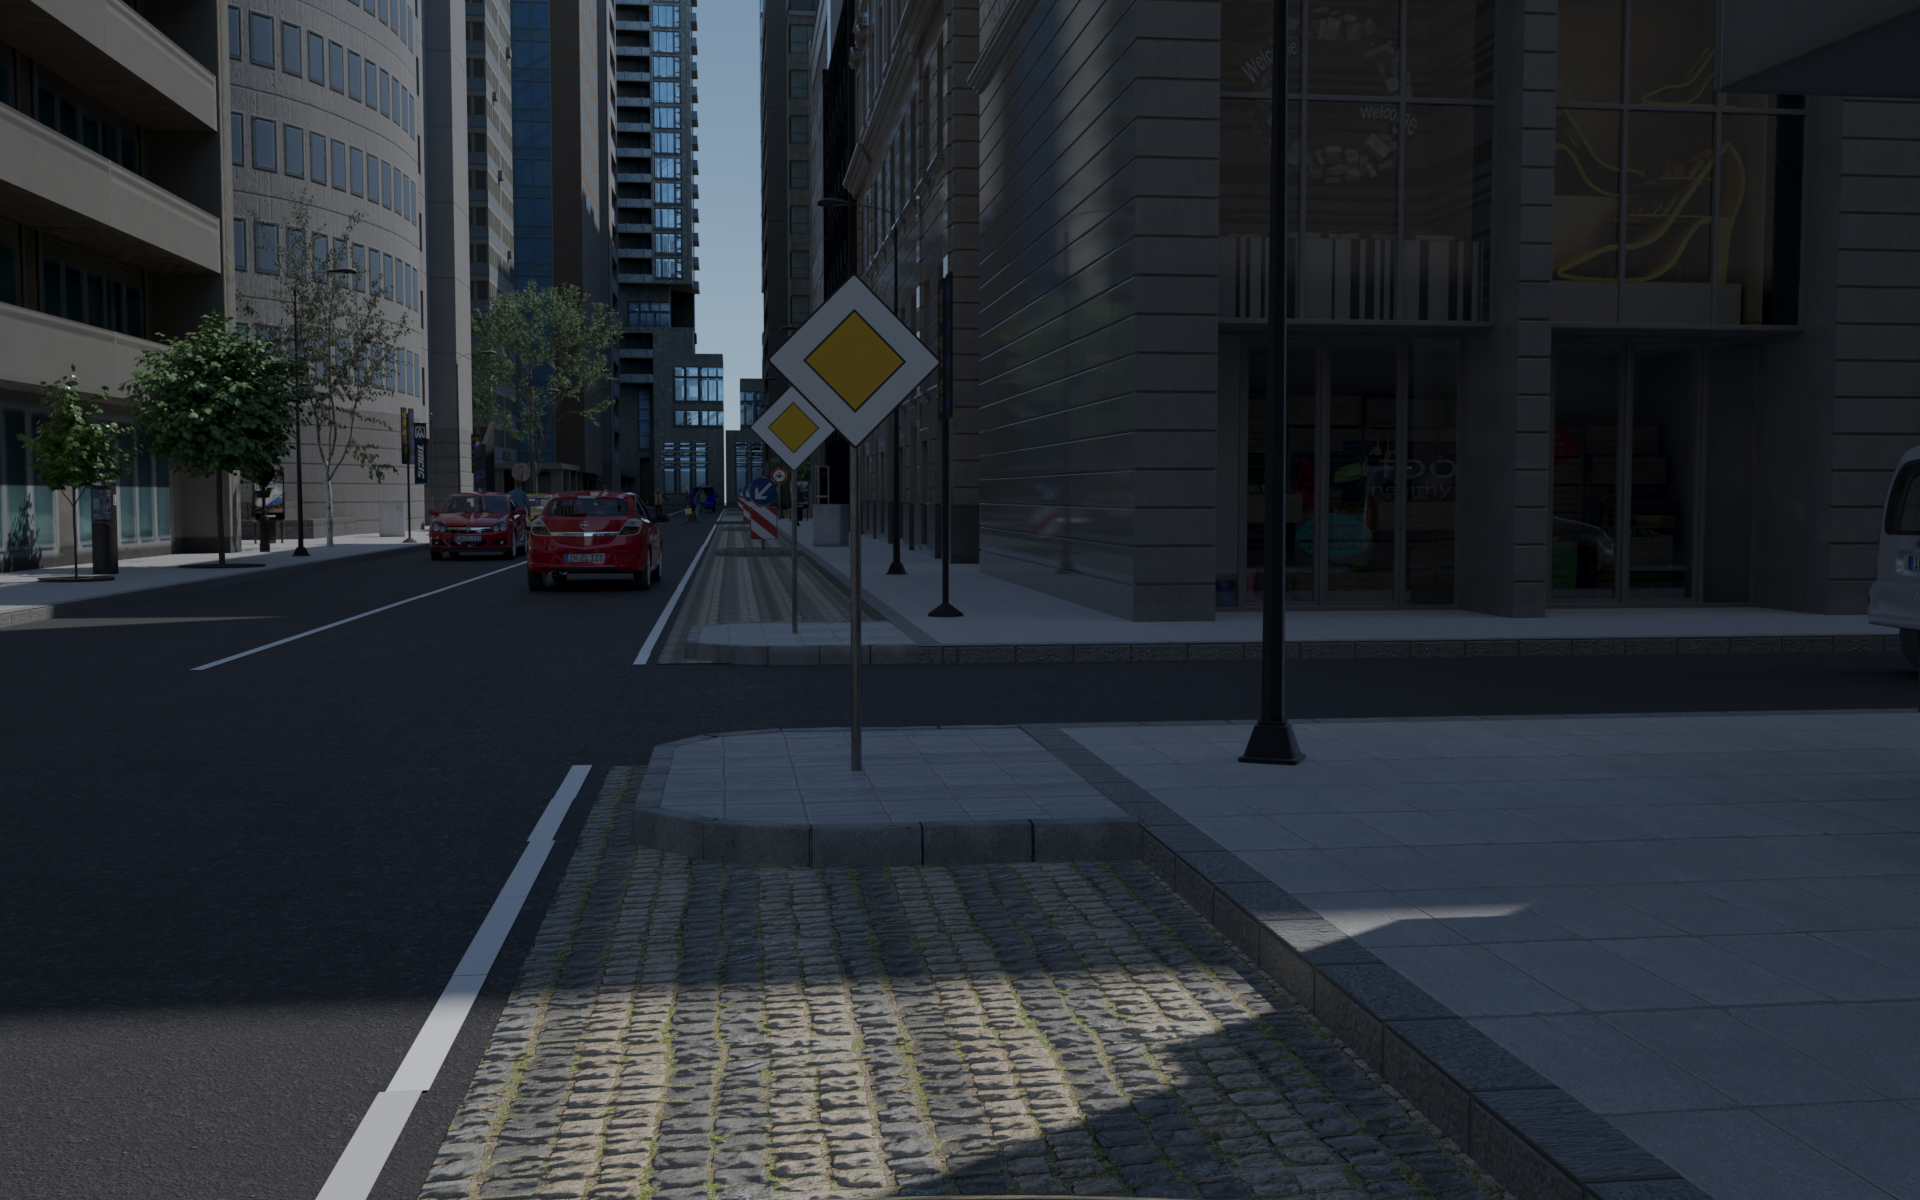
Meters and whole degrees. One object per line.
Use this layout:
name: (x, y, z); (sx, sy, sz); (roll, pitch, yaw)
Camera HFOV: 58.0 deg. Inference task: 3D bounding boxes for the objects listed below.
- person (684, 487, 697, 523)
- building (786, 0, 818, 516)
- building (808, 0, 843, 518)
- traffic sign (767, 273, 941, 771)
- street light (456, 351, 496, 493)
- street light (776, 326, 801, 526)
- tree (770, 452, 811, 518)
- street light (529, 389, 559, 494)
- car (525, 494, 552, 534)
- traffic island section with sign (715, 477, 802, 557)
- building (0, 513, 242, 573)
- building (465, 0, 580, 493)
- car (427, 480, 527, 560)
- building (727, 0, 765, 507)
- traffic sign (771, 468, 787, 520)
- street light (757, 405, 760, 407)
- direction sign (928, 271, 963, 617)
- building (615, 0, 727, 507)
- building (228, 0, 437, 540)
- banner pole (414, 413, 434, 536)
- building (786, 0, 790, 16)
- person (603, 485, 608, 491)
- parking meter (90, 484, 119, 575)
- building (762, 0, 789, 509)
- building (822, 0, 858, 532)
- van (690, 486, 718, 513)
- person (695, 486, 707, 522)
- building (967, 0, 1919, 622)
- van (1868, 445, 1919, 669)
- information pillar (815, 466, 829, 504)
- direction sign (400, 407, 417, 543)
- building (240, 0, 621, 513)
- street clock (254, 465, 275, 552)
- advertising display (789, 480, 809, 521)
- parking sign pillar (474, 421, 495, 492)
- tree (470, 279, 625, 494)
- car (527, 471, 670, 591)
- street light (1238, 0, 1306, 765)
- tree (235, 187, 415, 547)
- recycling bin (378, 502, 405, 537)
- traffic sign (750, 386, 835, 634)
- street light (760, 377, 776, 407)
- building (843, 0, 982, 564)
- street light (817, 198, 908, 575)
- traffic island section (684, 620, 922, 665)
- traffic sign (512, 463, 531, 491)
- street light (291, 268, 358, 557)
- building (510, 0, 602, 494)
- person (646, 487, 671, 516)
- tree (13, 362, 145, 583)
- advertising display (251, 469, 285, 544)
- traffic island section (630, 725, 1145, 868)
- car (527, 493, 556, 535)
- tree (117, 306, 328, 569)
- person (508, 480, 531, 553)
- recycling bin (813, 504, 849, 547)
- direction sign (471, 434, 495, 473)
person: (-13.512, -4.771, 86.719); (0.699, 1.804, 1.509); (1, 4, 15)
building: (-3.557, -20.442, 105.933); (14.160, 30.474, 14.107); (0, 4, -7)
building: (-0.628, -16.133, 81.800); (12.078, 24.808, 19.932); (0, 4, -7)
traffic sign: (-0.484, -0.265, 7.972); (0.795, 2.450, 0.064); (0, 4, -7)
street light: (-15.713, -5.115, 56.179); (1.470, 5.913, 1.316); (0, 4, -7)
street light: (-4.277, -4.621, 48.094); (1.470, 5.913, 1.316); (0, 4, -7)
tree: (-8.826, -6.756, 94.181); (4.285, 4.588, 4.351); (0, 3, 0)
street light: (-18.452, -6.372, 76.731); (1.470, 5.913, 1.316); (0, 4, -7)
car: (-13.952, -2.836, 56.585); (2.015, 1.641, 3.980); (0, 4, -7)
traffic island section with sign: (-4.702, -1.941, 40.360); (1.989, 1.847, 2.006); (0, 4, -7)
building: (-25.111, -24.552, 25.125); (21.300, 48.544, 21.600); (0, 4, -7)
building: (-38.814, -24.879, 98.651); (32.217, 40.220, 23.993); (0, 4, -7)
car: (-10.853, -1.842, 39.160); (2.155, 1.783, 4.494); (-1, 4, -9)
building: (-9.630, -53.337, 184.727); (31.000, 86.520, 22.319); (0, 4, -7)
traffic sign: (-8.790, -5.147, 84.265); (0.768, 2.556, 0.104); (0, 4, -5)
street light: (-9.823, -7.189, 90.087); (1.470, 5.913, 1.316); (0, 4, -7)
direction sign: (-0.152, -1.597, 18.105); (0.379, 3.537, 0.876); (-1, 4, -9)
building: (-40.643, -53.124, 181.244); (31.000, 86.520, 22.319); (0, 4, -7)
building: (-29.456, -31.522, 57.378); (21.231, 58.520, 28.212); (0, 4, -7)
banner pole: (-16.508, -3.882, 53.485); (0.401, 3.779, 0.863); (3, 4, 38)
building: (-1.451, -31.151, 128.933); (23.786, 49.044, 30.456); (0, 4, -7)
person: (-15.157, -4.057, 74.739); (0.836, 1.842, 0.656); (-1, 4, -10)
parking meter: (-13.687, -1.180, 27.706); (0.372, 1.533, 0.369); (0, 3, 0)
building: (-6.756, -32.510, 155.237); (21.300, 48.544, 21.600); (0, 4, -7)
building: (1.505, -14.339, 64.120); (12.332, 23.373, 15.834); (0, 4, -7)
van: (-20.144, -8.055, 136.085); (2.240, 2.365, 5.245); (0, 4, -8)
person: (-13.305, -4.902, 88.627); (0.794, 1.824, 0.713); (1, 4, 17)
building: (15.633, -15.058, 23.686); (29.804, 29.767, 11.434); (0, 4, -7)
van: (9.316, -0.388, 13.362); (4.112, 2.044, 2.013); (0, 4, -7)
information pillar: (-3.602, -2.498, 45.335); (0.304, 2.012, 0.304); (-1, 4, -17)
direction sign: (-14.508, -3.276, 45.554); (0.379, 3.537, 0.876); (0, 4, 3)
building: (-44.245, -37.196, 150.148); (28.212, 58.520, 21.231); (0, 4, -7)
street clock: (-15.393, -2.063, 38.293); (0.471, 2.002, 0.358); (-2, 4, -34)
advertising display: (-7.624, -4.691, 81.915); (0.974, 1.923, 0.123); (-2, 4, -24)
parking sign pillar: (-17.419, -4.589, 63.505); (1.447, 3.967, 1.447); (0, 4, -1)
tree: (-20.229, -9.605, 82.803); (9.928, 11.665, 9.643); (0, 3, 0)
car: (-5.689, -1.115, 27.277); (2.155, 1.783, 4.494); (0, 4, -6)
street light: (0.970, -2.176, 8.113); (1.470, 5.913, 1.316); (0, 4, -7)
tree: (-15.233, -5.584, 41.668); (4.360, 8.622, 3.978); (0, 3, 0)
recycling bin: (-17.101, -2.420, 52.114); (0.722, 1.027, 0.722); (-1, 4, -21)
traffic sign: (-1.523, -0.749, 15.890); (0.795, 2.450, 0.064); (0, 4, -7)
street light: (-7.090, -5.906, 69.103); (1.470, 5.913, 1.316); (0, 4, -7)
building: (3.846, -15.073, 43.700); (12.463, 27.353, 25.104); (0, 4, -7)
street light: (-1.550, -3.357, 27.436); (1.470, 5.913, 1.316); (0, 4, -7)
traffic island section: (-1.501, 0.386, 15.970); (2.009, 0.180, 2.903); (0, 4, -7)
traffic sign: (-17.759, -4.282, 70.112); (0.768, 2.556, 0.104); (0, 4, -4)
street light: (-13.061, -3.858, 35.625); (1.470, 5.913, 1.316); (0, 4, -7)
building: (-35.157, -29.503, 132.492); (14.600, 45.320, 14.200); (0, 4, -7)
person: (-16.786, -5.370, 96.401); (1.348, 1.812, 0.705); (-1, 4, -11)
tree: (-13.005, -1.883, 25.397); (1.663, 3.219, 1.824); (0, 3, 0)
advertising display: (-17.874, -2.418, 44.747); (0.123, 1.923, 0.974); (2, 4, 27)
traffic island section: (-0.461, 0.870, 8.052); (2.009, 0.180, 2.903); (0, 4, -7)
car: (-14.572, -3.246, 62.120); (2.155, 1.783, 4.494); (0, 4, -7)
tree: (-12.930, -2.857, 30.427); (4.285, 4.588, 4.351); (0, 3, 0)
person: (-10.720, -2.027, 41.981); (0.601, 1.785, 0.444); (0, 4, -6)
recycling bin: (-3.171, -1.835, 42.553); (0.722, 1.027, 0.722); (1, 4, 15)
direction sign: (-18.022, -4.494, 65.480); (0.876, 3.537, 0.379); (0, 4, 1)
